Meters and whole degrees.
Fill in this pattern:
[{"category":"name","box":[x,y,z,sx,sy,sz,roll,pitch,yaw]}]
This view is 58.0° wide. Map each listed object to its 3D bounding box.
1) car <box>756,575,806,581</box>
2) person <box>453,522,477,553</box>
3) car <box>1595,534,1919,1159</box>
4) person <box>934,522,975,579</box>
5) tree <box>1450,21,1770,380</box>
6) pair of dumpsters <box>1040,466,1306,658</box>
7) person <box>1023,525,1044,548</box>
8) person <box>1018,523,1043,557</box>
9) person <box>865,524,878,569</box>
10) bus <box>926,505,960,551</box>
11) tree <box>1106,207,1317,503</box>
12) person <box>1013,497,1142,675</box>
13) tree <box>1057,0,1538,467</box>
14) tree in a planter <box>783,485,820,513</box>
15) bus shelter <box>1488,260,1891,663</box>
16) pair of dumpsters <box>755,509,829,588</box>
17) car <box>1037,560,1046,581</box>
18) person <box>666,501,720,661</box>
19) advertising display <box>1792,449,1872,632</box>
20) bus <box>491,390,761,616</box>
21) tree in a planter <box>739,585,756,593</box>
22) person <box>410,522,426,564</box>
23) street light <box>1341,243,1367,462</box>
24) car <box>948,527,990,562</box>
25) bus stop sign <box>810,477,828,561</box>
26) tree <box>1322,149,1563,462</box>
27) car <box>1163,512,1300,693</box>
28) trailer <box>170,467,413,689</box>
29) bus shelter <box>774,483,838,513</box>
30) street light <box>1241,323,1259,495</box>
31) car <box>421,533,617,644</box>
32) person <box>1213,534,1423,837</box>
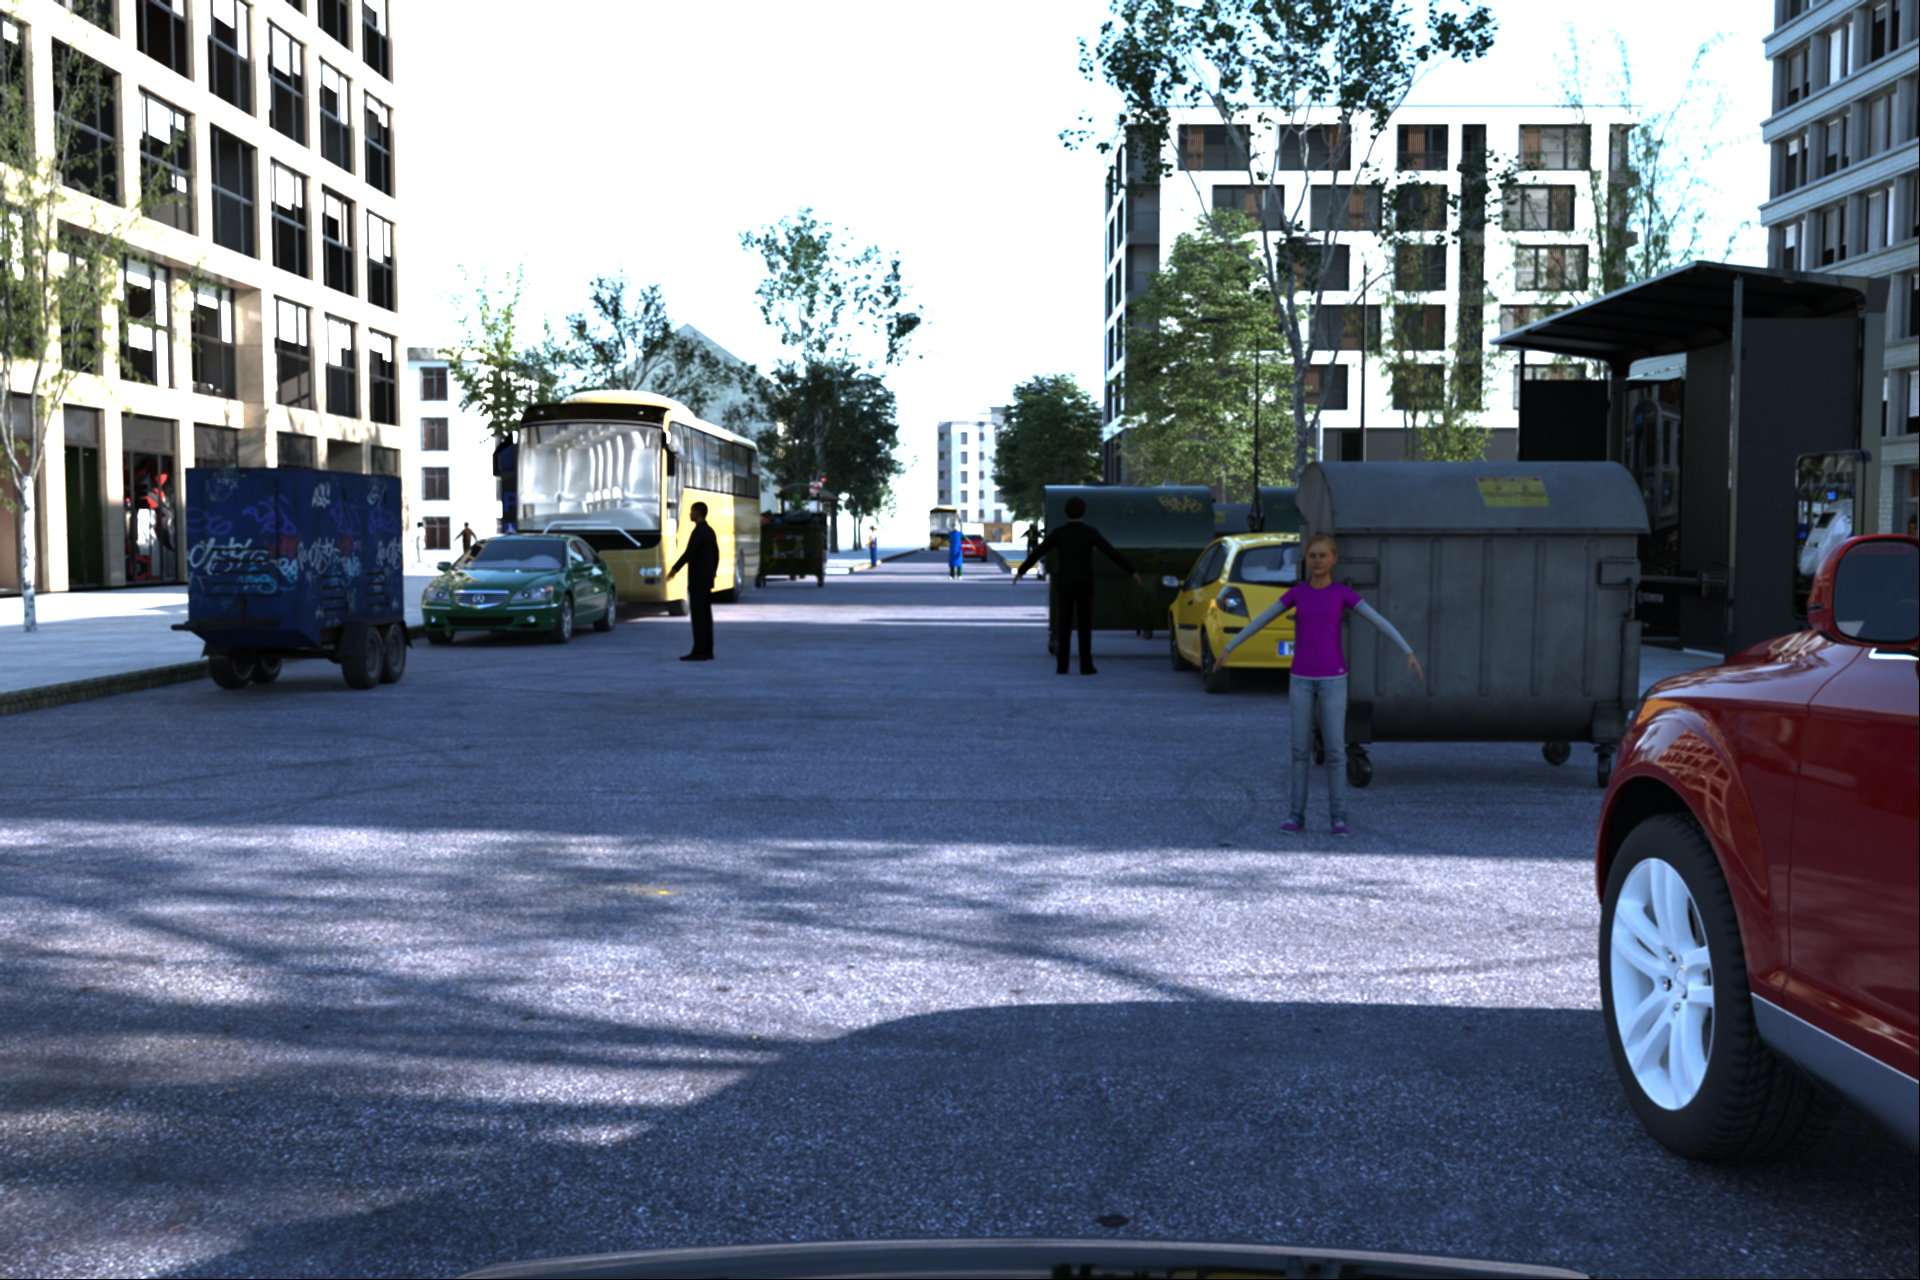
[{"category":"car","box":[-5.825,-2.698,54.342,2.015,1.641,3.980,0,4,1]},{"category":"person","box":[-21.800,-4.302,76.477,0.704,1.812,1.346,2,4,33]},{"category":"car","box":[2.642,0.384,2.388,2.281,1.827,5.304,0,4,-1]},{"category":"person","box":[-0.151,-2.850,55.185,1.347,1.817,0.704,1,4,15]},{"category":"tree","box":[9.805,-4.549,24.737,4.360,8.622,3.978,0,3,0]},{"category":"pair of dumpsters","box":[3.145,-0.931,20.168,4.436,2.255,1.574,0,4,1]},{"category":"person","box":[4.262,-5.662,98.703,1.348,1.813,0.705,-1,4,-9]},{"category":"person","box":[3.562,-4.955,86.789,1.354,1.856,0.705,0,4,3]},{"category":"person","box":[-3.607,-3.864,71.492,0.705,1.847,1.347,1,4,14]},{"category":"bus","box":[-1.391,-9.850,152.599,2.896,3.916,12.252,0,4,0]},{"category":"tree","box":[8.841,-8.746,61.122,7.486,12.596,7.792,0,3,0]},{"category":"person","box":[1.186,-0.556,17.736,1.347,1.806,0.705,1,4,14]},{"category":"tree","box":[8.933,-11.615,45.788,12.611,20.169,13.585,0,3,0]},{"category":"tree in a planter","box":[-5.931,-4.043,63.323,1.991,3.239,1.994,0,4,1]},{"category":"bus shelter","box":[7.202,-1.632,17.968,1.731,3.624,6.357,0,4,1]},{"category":"pair of dumpsters","box":[-5.776,-2.550,46.636,4.436,2.255,1.574,0,3,0]},{"category":"car","box":[3.421,-2.565,54.302,2.083,1.381,4.827,0,4,-1]},{"category":"person","box":[-2.981,-0.675,19.720,0.704,1.802,1.346,1,4,13]},{"category":"advertising display","box":[6.837,-0.514,13.622,0.123,1.923,0.974,0,4,1]},{"category":"bus","box":[-5.872,-2.559,33.391,2.896,3.916,12.252,0,4,1]},{"category":"tree in a planter","box":[-6.116,-2.797,42.952,1.991,3.239,1.994,0,4,0]},{"category":"person","box":[-23.559,-4.238,75.471,0.705,1.806,1.347,0,4,7]},{"category":"street light","box":[6.843,-3.336,27.091,1.470,5.913,1.316,0,4,0]},{"category":"car","box":[0.462,-4.884,88.890,2.155,1.783,4.494,0,4,-1]},{"category":"bus stop sign","box":[-6.604,-5.654,81.139,0.855,3.939,0.416,0,3,0]},{"category":"tree","box":[8.738,-5.109,33.887,4.360,8.622,3.978,0,3,0]},{"category":"car","box":[3.056,-0.414,16.997,2.015,1.641,3.980,0,4,1]},{"category":"trailer","box":[-6.142,-0.523,15.597,1.471,1.999,3.904,0,4,1]},{"category":"bus shelter","box":[-6.324,-4.766,71.841,2.014,3.302,5.546,0,4,2]},{"category":"street light","box":[6.916,-3.957,37.230,1.470,5.913,1.316,0,4,1]},{"category":"car","box":[-6.031,-0.754,24.128,2.131,1.459,4.920,0,4,0]},{"category":"person","box":[1.696,0.213,8.243,0.991,1.433,0.599,1,4,22]}]
